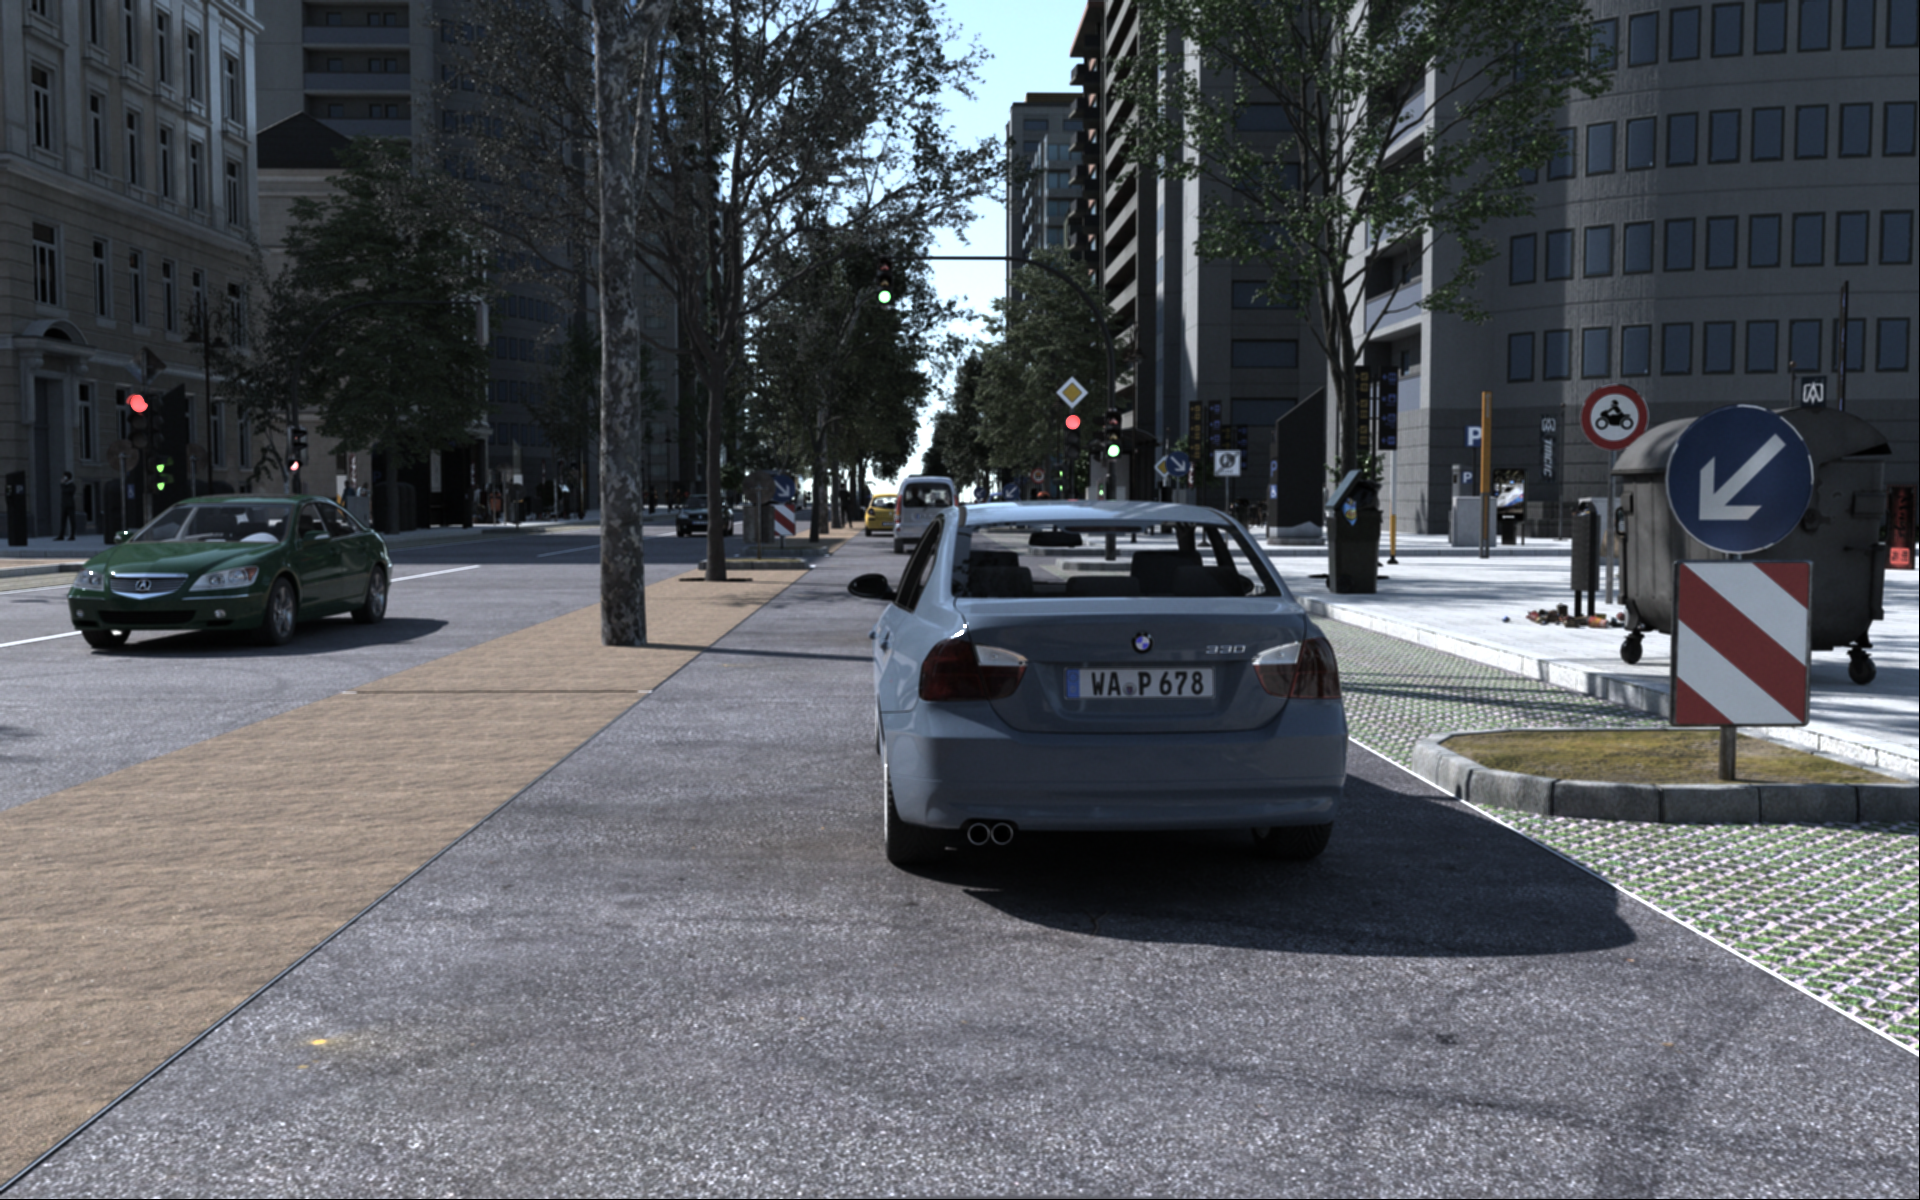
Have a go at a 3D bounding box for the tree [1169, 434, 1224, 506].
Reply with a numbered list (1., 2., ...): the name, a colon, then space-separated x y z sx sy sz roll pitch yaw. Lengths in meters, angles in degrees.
1. tree: 11.746 -6.220 85.414 4.285 4.588 4.351 0 3 0

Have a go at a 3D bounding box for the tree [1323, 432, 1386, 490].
1. tree: 10.512 -3.160 46.275 1.663 3.219 1.824 0 3 0

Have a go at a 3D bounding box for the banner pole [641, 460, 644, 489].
1. banner pole: -20.791 -7.483 112.368 0.401 3.779 0.863 3 4 37

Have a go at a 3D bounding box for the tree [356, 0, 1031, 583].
1. tree: -4.039 -7.052 28.134 12.009 13.543 11.850 0 3 0

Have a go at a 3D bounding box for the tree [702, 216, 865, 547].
1. tree: -4.575 -5.602 44.411 4.360 8.622 3.978 0 3 0

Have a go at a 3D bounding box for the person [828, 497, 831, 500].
1. person: -11.463 -8.434 146.022 1.348 1.869 0.705 3 4 37

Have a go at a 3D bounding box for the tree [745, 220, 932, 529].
1. tree: -5.023 -9.188 70.807 7.486 12.596 7.792 0 3 0

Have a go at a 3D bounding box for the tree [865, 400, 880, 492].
1. tree: -5.358 -7.649 77.874 4.360 8.622 3.978 0 3 0

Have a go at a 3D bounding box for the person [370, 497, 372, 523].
1. person: -24.923 -3.854 73.721 0.373 1.253 0.362 3 5 43

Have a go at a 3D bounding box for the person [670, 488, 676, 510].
1. person: -23.090 -8.140 139.660 0.750 1.759 0.617 1 4 22

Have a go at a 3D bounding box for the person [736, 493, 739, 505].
1. person: -26.877 -12.358 208.892 0.445 1.727 0.742 -1 4 -9

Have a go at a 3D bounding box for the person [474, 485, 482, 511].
1. person: -26.407 -5.424 94.949 0.478 1.798 0.641 -1 4 -11

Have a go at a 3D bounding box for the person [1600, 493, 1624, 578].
1. person: 9.711 -1.167 25.113 0.794 1.824 0.713 -3 4 -36

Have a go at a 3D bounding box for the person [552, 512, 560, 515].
1. person: -24.940 -6.112 106.814 0.643 1.720 0.563 -1 4 -10

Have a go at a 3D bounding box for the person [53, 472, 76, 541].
1. person: -24.710 -2.596 47.851 0.648 1.900 0.474 2 4 32

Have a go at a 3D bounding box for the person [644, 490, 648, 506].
1. person: -33.815 -11.013 186.622 1.217 1.766 0.721 0 4 3

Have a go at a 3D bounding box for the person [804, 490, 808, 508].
1. person: -15.738 -10.262 176.385 0.705 1.812 1.348 1 4 10

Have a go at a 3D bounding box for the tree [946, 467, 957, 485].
1. tree: -0.030 -16.218 215.522 4.360 8.622 3.978 0 3 0

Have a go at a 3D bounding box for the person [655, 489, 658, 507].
1. person: -30.556 -10.251 173.748 0.705 1.812 1.348 -2 4 -24

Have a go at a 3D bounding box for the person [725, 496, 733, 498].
1. person: -24.667 -10.746 184.997 1.065 1.426 0.557 -2 4 -30

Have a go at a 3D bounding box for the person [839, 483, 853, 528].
1. person: -4.869 -4.000 73.257 0.648 1.900 0.474 0 4 2

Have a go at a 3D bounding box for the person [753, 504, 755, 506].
1. person: -18.473 -8.995 155.698 0.705 1.807 1.348 1 4 9

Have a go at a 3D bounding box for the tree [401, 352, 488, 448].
1. tree: -25.361 -8.212 84.636 4.360 8.622 3.978 0 3 0

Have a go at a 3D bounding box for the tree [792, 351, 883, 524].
1. tree: -5.513 -7.932 82.511 4.737 8.622 4.395 0 3 0

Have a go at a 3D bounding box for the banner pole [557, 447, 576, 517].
1. banner pole: -21.033 -6.235 91.953 0.401 3.779 0.863 3 5 44

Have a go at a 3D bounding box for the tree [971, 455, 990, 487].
1. tree: 2.399 -12.833 160.174 4.737 8.622 4.395 0 3 0

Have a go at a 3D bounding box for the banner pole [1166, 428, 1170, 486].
1. banner pole: 7.905 -4.647 66.000 0.401 3.779 0.863 0 4 -2

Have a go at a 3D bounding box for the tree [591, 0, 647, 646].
1. tree: -1.948 -9.580 14.986 12.611 20.169 13.585 0 3 0

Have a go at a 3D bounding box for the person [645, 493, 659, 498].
1. person: -29.902 -9.911 168.049 1.348 1.831 0.705 -1 4 -19

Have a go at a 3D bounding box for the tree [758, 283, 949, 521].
1. tree: -5.642 -10.505 91.228 9.611 12.733 9.660 0 3 0

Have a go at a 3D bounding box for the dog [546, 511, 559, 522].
1. dog: -18.684 -3.827 79.394 0.406 0.507 0.540 1 4 9

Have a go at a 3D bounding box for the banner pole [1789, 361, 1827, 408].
1. banner pole: 15.828 -2.600 32.526 0.401 3.779 0.863 -3 5 -39

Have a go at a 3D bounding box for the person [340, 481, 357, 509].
1. person: -22.956 -3.591 65.106 0.601 1.785 0.444 1 4 22

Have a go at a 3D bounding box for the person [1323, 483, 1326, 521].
1. person: 17.510 -4.710 83.151 0.391 1.810 0.635 -2 4 -35

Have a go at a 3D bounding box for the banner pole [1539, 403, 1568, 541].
1. banner pole: 16.361 -3.531 47.748 0.863 3.779 0.401 0 4 -1

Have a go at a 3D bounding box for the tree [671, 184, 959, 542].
1. tree: -4.318 -6.946 50.430 8.767 10.594 7.601 0 4 -2

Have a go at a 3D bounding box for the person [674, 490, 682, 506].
1. person: -29.935 -10.852 183.988 0.721 1.766 1.217 2 4 32

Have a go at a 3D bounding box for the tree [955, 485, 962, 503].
1. tree: -0.430 -15.946 255.310 1.663 3.219 1.824 0 3 0

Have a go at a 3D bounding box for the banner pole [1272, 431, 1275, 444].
1. banner pole: 12.392 -4.807 68.607 0.401 3.779 0.863 1 4 13

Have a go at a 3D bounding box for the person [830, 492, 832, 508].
1. person: -13.075 -10.275 177.411 0.541 1.710 0.530 2 4 34

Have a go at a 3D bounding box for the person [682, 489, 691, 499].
1. person: -31.750 -11.959 201.509 1.348 1.831 0.705 0 4 5

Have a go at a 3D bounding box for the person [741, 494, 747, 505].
1. person: -25.557 -12.203 206.281 1.217 1.735 0.721 1 4 9

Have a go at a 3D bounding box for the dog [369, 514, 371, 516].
1. dog: -23.023 -3.053 66.755 0.406 0.507 0.540 1 4 13

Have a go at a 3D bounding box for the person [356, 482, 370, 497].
1. person: -25.626 -4.154 74.228 0.793 1.790 0.793 -1 4 -20

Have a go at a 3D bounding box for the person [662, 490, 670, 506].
1. person: -31.558 -10.993 186.294 1.217 1.766 0.721 -2 4 -35

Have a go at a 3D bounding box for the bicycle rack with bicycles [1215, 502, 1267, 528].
1. bicycle rack with bicycles: 10.832 -3.218 65.997 2.852 0.926 2.925 0 4 -8

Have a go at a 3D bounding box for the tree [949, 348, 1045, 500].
1. tree: 2.100 -13.216 133.086 9.611 12.733 9.660 0 3 0

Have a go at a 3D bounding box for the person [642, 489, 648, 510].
1. person: -25.301 -8.054 138.445 0.721 1.743 1.217 -3 5 -40
